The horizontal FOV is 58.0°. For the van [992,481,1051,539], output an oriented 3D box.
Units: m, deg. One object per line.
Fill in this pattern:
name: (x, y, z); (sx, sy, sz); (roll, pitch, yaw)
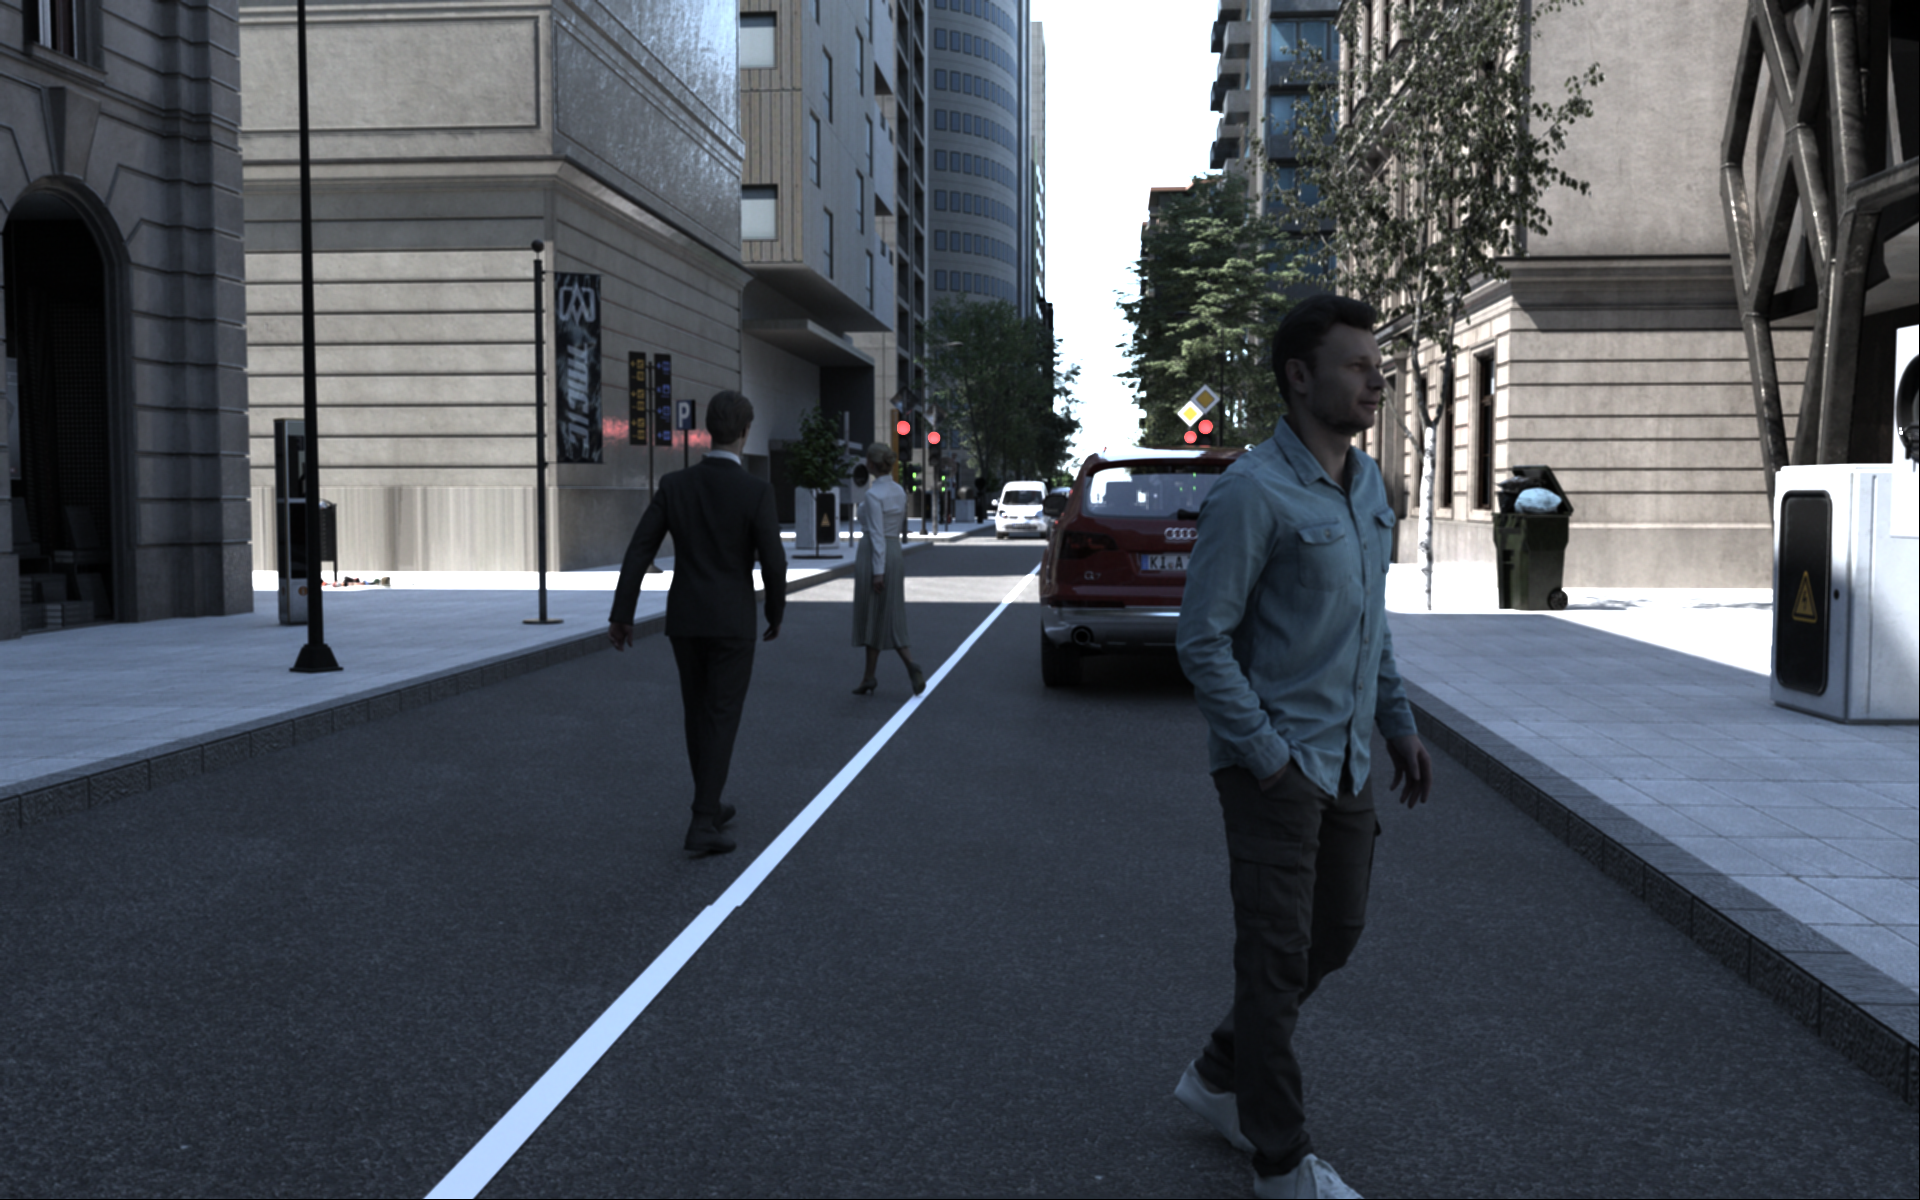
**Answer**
van: (2.085, -3.018, 56.348); (2.013, 2.044, 4.112); (0, 4, 5)

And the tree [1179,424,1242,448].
tree: (10.085, -5.369, 71.492); (4.285, 4.588, 4.351); (0, 3, 0)

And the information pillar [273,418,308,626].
information pillar: (-6.501, -0.763, 16.975); (0.304, 2.012, 0.304); (-3, 5, -39)

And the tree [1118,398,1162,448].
tree: (14.189, -11.127, 132.290); (4.737, 8.622, 4.395); (0, 3, 0)

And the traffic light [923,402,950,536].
traffic light: (-0.740, -3.905, 52.760); (0.839, 4.253, 0.868); (0, 4, 5)

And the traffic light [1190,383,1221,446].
traffic light: (6.220, -3.379, 44.174); (0.839, 4.253, 0.868); (0, 4, 5)

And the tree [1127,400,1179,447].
tree: (13.726, -10.319, 119.070); (4.360, 8.622, 3.978); (0, 3, 0)

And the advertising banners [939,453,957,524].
advertising banners: (-0.502, -4.754, 73.911); (0.090, 3.025, 2.074); (1, 4, 21)

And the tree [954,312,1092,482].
tree: (4.087, -13.108, 120.978); (9.857, 13.997, 8.962); (0, 3, 0)

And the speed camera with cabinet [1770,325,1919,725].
speed camera with cabinet: (5.173, -0.925, 9.453); (0.660, 3.252, 2.038); (0, 4, 2)

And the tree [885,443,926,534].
tree: (-2.167, -3.774, 56.303); (1.663, 3.219, 1.824); (0, 3, 0)

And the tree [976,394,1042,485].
tree: (3.257, -9.934, 112.785); (4.737, 8.622, 4.395); (0, 3, 0)

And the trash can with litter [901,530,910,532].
trash can with litter: (-2.519, -2.948, 59.258); (1.678, 1.210, 2.233); (1, 4, 21)

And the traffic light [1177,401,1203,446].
traffic light: (6.895, -3.866, 52.130); (0.839, 4.253, 0.868); (0, 4, 5)

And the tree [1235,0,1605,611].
tree: (5.104, -4.197, 18.981); (4.360, 8.622, 3.978); (0, 3, 0)

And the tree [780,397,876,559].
tree: (-2.732, -2.447, 34.613); (1.663, 3.219, 1.824); (0, 3, 0)

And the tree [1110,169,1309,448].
tree: (8.783, -8.764, 61.418); (7.486, 12.596, 7.792); (0, 3, 0)

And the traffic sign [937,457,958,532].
traffic sign: (-0.466, -3.614, 59.203); (0.768, 2.556, 0.104); (1, 4, 10)

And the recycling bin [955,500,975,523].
recycling bin: (0.223, -4.011, 78.141); (0.722, 1.027, 0.722); (1, 4, 23)

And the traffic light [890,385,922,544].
traffic light: (-1.415, -3.418, 44.803); (0.839, 4.253, 0.868); (0, 4, 5)

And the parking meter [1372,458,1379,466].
parking meter: (6.568, -1.364, 28.017); (0.255, 1.863, 0.399); (3, 4, 39)

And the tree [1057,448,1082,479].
tree: (17.303, -21.539, 286.574); (8.767, 10.594, 7.601); (-1, 4, -19)

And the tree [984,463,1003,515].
tree: (1.872, -6.930, 107.899); (1.663, 3.219, 1.824); (0, 3, 0)

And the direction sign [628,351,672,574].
direction sign: (-4.975, -2.193, 27.860); (0.379, 3.537, 0.876); (3, 4, 39)

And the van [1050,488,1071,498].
van: (6.397, -6.294, 109.918); (2.013, 2.044, 4.112); (0, 4, 5)

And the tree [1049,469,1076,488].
tree: (14.938, -15.861, 243.039); (4.285, 4.588, 4.351); (0, 3, 0)

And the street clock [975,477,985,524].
street clock: (0.877, -4.339, 75.508); (0.358, 2.002, 0.471); (3, 5, 41)

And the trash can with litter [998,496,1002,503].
trash can with litter: (3.380, -7.130, 127.955); (1.055, 1.170, 0.624); (-1, 4, -14)

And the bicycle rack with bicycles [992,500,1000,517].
bicycle rack with bicycles: (1.502, -5.237, 99.002); (2.852, 0.926, 2.925); (1, 4, 15)

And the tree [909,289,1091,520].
tree: (1.214, -9.894, 87.518); (9.928, 11.665, 9.643); (0, 3, 0)

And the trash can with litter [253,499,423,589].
trash can with litter: (-8.612, -0.795, 24.048); (2.233, 1.210, 1.678); (1, 4, 12)

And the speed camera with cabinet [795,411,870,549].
speed camera with cabinet: (-2.998, -2.849, 40.909); (0.660, 3.252, 2.038); (3, 4, 38)

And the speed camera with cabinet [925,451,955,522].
speed camera with cabinet: (-0.970, -5.213, 79.569); (0.660, 3.252, 2.038); (-2, 4, -30)

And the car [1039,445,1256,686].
car: (1.781, -0.348, 14.363); (2.281, 1.827, 5.304); (0, 4, 6)

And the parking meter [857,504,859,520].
parking meter: (-4.897, -4.698, 85.229); (0.372, 1.533, 0.369); (0, 3, 0)
